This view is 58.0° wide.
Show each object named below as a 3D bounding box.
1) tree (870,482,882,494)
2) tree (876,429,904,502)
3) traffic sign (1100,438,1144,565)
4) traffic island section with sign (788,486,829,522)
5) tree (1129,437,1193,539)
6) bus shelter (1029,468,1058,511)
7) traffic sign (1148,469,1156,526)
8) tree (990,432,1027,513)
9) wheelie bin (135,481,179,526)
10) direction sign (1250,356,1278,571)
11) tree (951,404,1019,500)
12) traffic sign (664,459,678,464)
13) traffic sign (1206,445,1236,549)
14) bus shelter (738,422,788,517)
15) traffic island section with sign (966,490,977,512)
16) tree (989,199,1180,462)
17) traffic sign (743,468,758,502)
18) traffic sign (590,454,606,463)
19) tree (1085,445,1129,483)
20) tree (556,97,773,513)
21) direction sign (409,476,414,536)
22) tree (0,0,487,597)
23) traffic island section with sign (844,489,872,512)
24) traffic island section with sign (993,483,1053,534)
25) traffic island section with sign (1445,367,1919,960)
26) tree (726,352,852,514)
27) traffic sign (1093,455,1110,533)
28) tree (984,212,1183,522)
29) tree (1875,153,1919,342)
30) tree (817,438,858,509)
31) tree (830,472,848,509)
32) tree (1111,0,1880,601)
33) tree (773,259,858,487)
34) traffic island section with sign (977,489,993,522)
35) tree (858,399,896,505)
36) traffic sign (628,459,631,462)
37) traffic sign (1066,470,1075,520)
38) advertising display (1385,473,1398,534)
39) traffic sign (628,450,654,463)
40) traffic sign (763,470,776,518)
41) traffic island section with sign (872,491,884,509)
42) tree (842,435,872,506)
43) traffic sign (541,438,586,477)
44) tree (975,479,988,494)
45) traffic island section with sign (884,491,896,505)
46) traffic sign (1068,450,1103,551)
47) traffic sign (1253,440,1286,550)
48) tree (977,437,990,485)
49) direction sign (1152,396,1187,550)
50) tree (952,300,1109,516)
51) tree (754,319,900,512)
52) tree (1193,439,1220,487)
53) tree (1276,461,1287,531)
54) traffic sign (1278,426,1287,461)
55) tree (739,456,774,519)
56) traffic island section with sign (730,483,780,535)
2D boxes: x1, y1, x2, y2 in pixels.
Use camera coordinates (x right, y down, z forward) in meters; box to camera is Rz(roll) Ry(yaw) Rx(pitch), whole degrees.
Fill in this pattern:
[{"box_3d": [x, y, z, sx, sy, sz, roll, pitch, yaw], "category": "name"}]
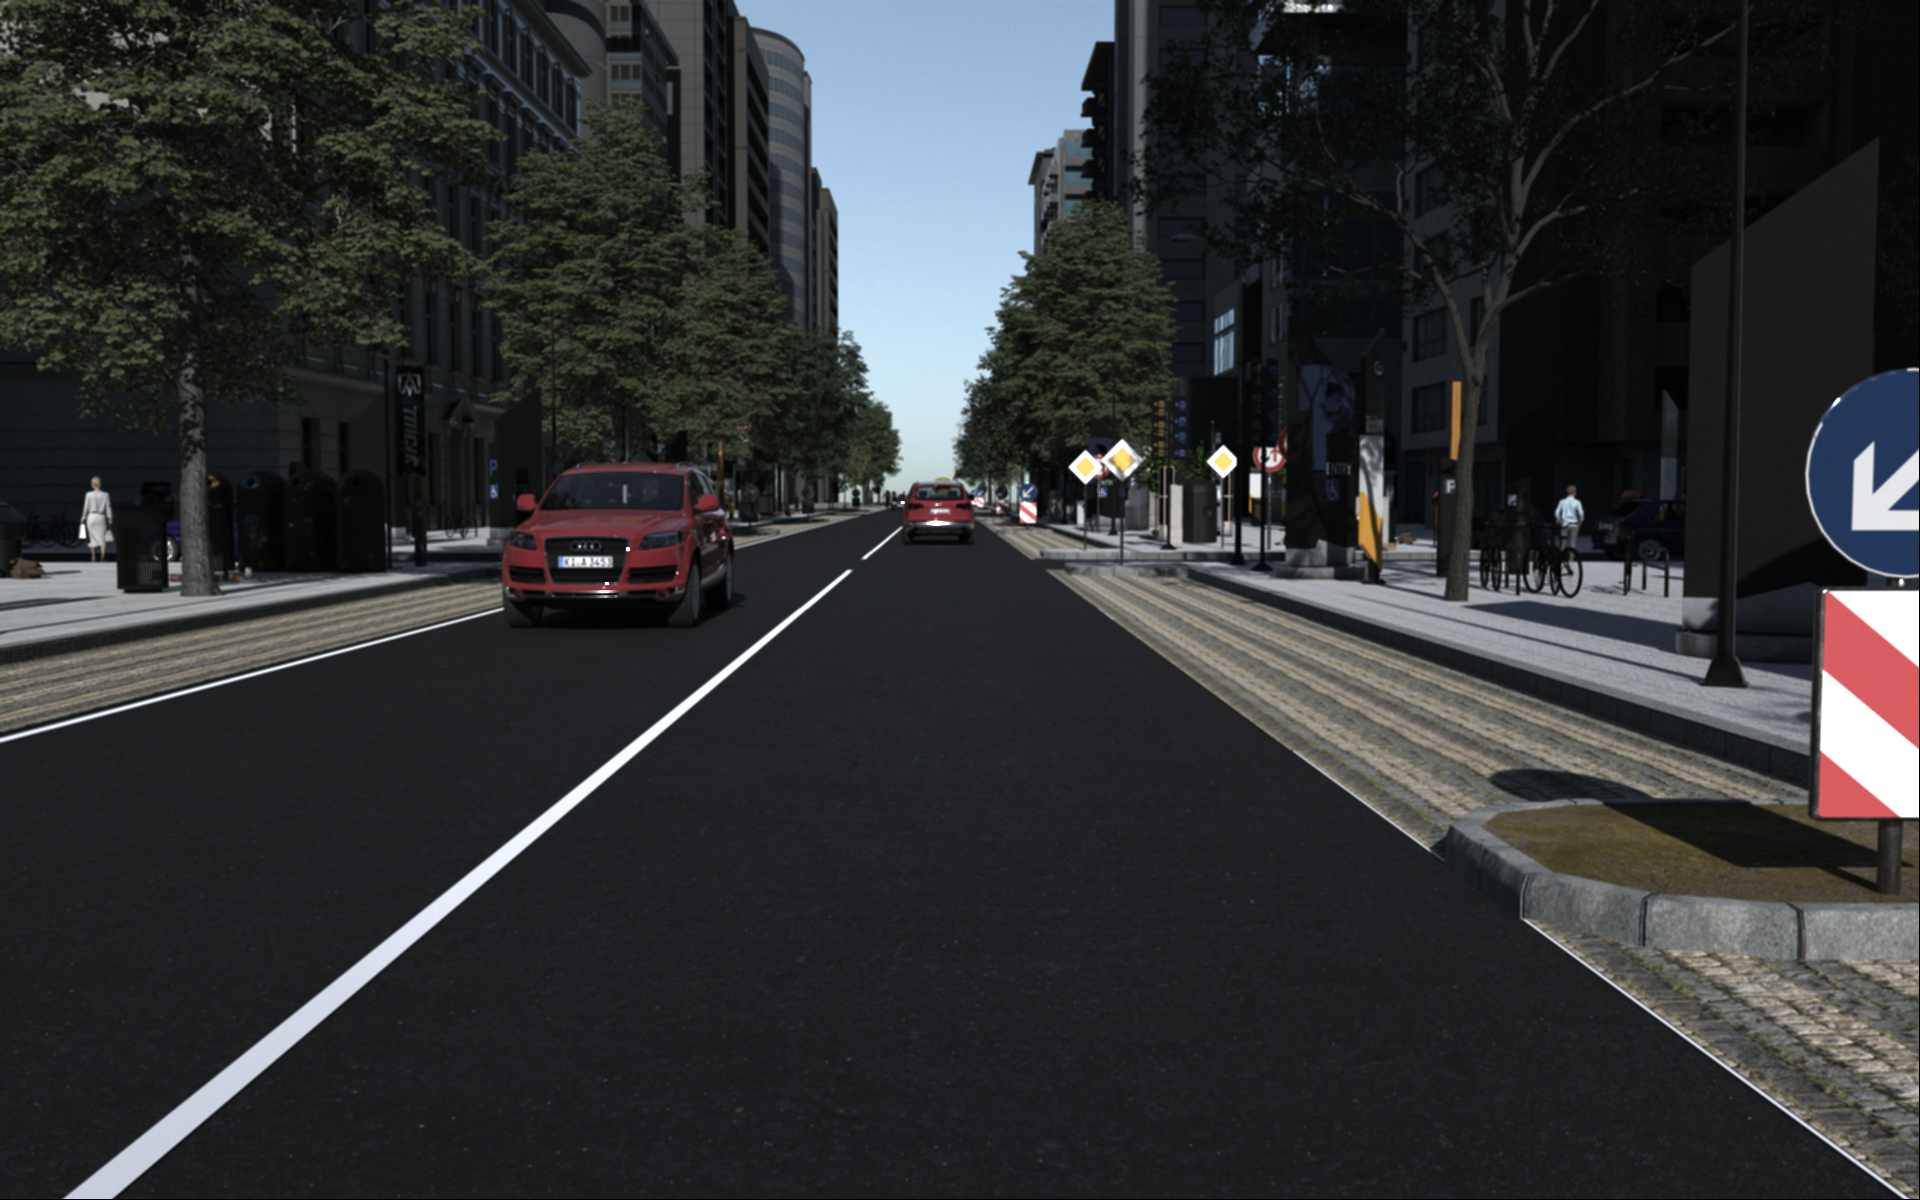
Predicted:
[{"box_3d": [-11.960, -15.655, 250.552, 1.663, 3.219, 1.824, 0, 3, 0], "category": "tree"}, {"box_3d": [-12.528, -20.925, 267.874, 9.928, 11.665, 9.643, 0, 3, 0], "category": "tree"}, {"box_3d": [2.919, -1.688, 31.237, 0.795, 2.450, 0.064, 0, 4, -1], "category": "traffic sign"}, {"box_3d": [-7.744, -4.911, 88.917, 1.989, 1.847, 2.006, 0, 4, -1], "category": "traffic island section with sign"}, {"box_3d": [5.560, -3.399, 50.173, 1.663, 3.219, 1.824, 0, 3, 0], "category": "tree"}, {"box_3d": [5.357, -7.186, 111.417, 2.014, 3.302, 5.546, 0, 4, 0], "category": "bus shelter"}, {"box_3d": [6.377, -3.371, 56.307, 0.795, 2.450, 0.064, 0, 4, 2], "category": "traffic sign"}, {"box_3d": [4.975, -11.654, 140.899, 4.737, 8.622, 4.395, 0, 3, 0], "category": "tree"}, {"box_3d": [-19.435, -2.087, 42.026, 0.980, 1.594, 0.693, -3, 5, -44], "category": "wheelie bin"}, {"box_3d": [5.065, -2.258, 28.919, 0.379, 3.537, 0.876, 3, 4, 38], "category": "direction sign"}, {"box_3d": [4.119, -16.459, 179.467, 12.009, 13.543, 11.850, 0, 3, 0], "category": "tree"}, {"box_3d": [-10.528, -3.862, 63.253, 0.768, 2.556, 0.104, 0, 4, 5], "category": "traffic sign"}, {"box_3d": [6.152, -2.406, 40.528, 0.795, 2.450, 0.064, 0, 4, 4], "category": "traffic sign"}, {"box_3d": [-11.330, -7.429, 99.089, 2.179, 5.291, 8.768, 0, 4, -1], "category": "bus shelter"}, {"box_3d": [1.507, -7.975, 139.013, 1.989, 1.847, 2.006, 0, 4, -1], "category": "traffic island section with sign"}, {"box_3d": [4.842, -9.129, 67.388, 7.486, 12.596, 7.792, 0, 3, 0], "category": "tree"}, {"box_3d": [-10.318, -5.216, 85.390, 0.768, 2.556, 0.104, 0, 4, 8], "category": "traffic sign"}, {"box_3d": [-11.315, -3.334, 54.610, 0.768, 2.556, 0.104, 0, 4, 2], "category": "traffic sign"}, {"box_3d": [7.462, -6.452, 89.211, 4.285, 4.588, 4.351, 0, 3, 0], "category": "tree"}, {"box_3d": [-10.059, -8.047, 49.694, 7.486, 12.596, 7.792, 0, 3, 0], "category": "tree"}, {"box_3d": [-16.855, -3.760, 53.467, 0.876, 3.537, 0.379, 2, 4, 33], "category": "direction sign"}, {"box_3d": [-9.460, -6.296, 21.069, 7.486, 12.596, 7.792, 0, 3, 0], "category": "tree"}, {"box_3d": [-8.254, -7.958, 138.740, 1.989, 1.847, 2.006, 0, 4, -1], "category": "traffic island section with sign"}, {"box_3d": [2.295, -3.276, 62.195, 1.989, 1.847, 2.006, 0, 4, -1], "category": "traffic island section with sign"}, {"box_3d": [2.873, 0.147, 6.232, 1.989, 1.847, 2.006, 0, 4, -1], "category": "traffic island section with sign"}, {"box_3d": [-10.913, -10.717, 109.637, 8.767, 10.594, 7.601, 0, 4, 2], "category": "tree"}, {"box_3d": [4.532, -3.461, 56.698, 0.768, 2.556, 0.104, 0, 4, 3], "category": "traffic sign"}, {"box_3d": [5.468, -10.593, 79.852, 9.857, 13.997, 8.962, 0, 3, 0], "category": "tree"}, {"box_3d": [15.832, -4.615, 25.816, 4.360, 8.622, 3.978, 0, 3, 0], "category": "tree"}, {"box_3d": [-10.648, -11.916, 145.187, 4.360, 8.622, 3.978, 0, 3, 0], "category": "tree"}, {"box_3d": [-10.752, -9.483, 149.649, 1.663, 3.219, 1.824, 0, 3, 0], "category": "tree"}, {"box_3d": [5.895, -5.245, 20.169, 8.767, 10.594, 7.601, 1, 4, 8], "category": "tree"}, {"box_3d": [-9.830, -9.490, 73.292, 7.486, 12.596, 7.792, 0, 3, 0], "category": "tree"}, {"box_3d": [2.024, -4.925, 89.148, 1.989, 1.847, 2.006, 0, 4, -1], "category": "traffic island section with sign"}, {"box_3d": [-11.013, -17.569, 205.378, 7.486, 12.596, 7.792, 0, 3, 0], "category": "tree"}, {"box_3d": [-11.835, -3.818, 62.530, 0.768, 2.556, 0.104, 0, 4, 5], "category": "traffic sign"}, {"box_3d": [5.532, -5.256, 86.037, 0.768, 2.556, 0.104, 0, 4, 5], "category": "traffic sign"}, {"box_3d": [13.467, -2.990, 54.107, 0.123, 1.923, 0.974, 0, 4, -2], "category": "advertising display"}, {"box_3d": [-7.207, -2.171, 39.139, 0.795, 2.450, 0.064, 0, 4, -1], "category": "traffic sign"}, {"box_3d": [-10.053, -5.560, 91.008, 0.768, 2.556, 0.104, 0, 4, 4], "category": "traffic sign"}, {"box_3d": [-8.535, -9.606, 165.693, 1.989, 1.847, 2.006, 0, 4, -1], "category": "traffic island section with sign"}, {"box_3d": [-11.730, -14.625, 189.483, 4.737, 8.622, 4.395, 0, 3, 0], "category": "tree"}, {"box_3d": [-7.125, -1.683, 31.154, 0.795, 2.450, 0.064, 0, 4, -1], "category": "traffic sign"}, {"box_3d": [2.983, -15.493, 247.913, 1.663, 3.219, 1.824, 0, 3, 0], "category": "tree"}, {"box_3d": [-9.117, -13.038, 221.797, 1.989, 1.847, 2.006, 0, 4, -1], "category": "traffic island section with sign"}, {"box_3d": [2.837, -2.176, 39.221, 0.795, 2.450, 0.064, 0, 4, -1], "category": "traffic sign"}, {"box_3d": [7.102, -2.425, 39.751, 0.768, 2.556, 0.104, 0, 4, 5], "category": "traffic sign"}, {"box_3d": [3.975, -12.575, 155.956, 4.737, 8.622, 4.395, 0, 3, 0], "category": "tree"}, {"box_3d": [4.826, -2.937, 40.016, 0.876, 3.537, 0.379, -1, 4, -20], "category": "direction sign"}, {"box_3d": [4.677, -11.279, 101.419, 9.611, 12.733, 9.660, 0, 3, 0], "category": "tree"}, {"box_3d": [-11.068, -13.450, 126.559, 9.857, 13.997, 8.962, 0, 3, 0], "category": "tree"}, {"box_3d": [8.508, -4.070, 61.152, 1.663, 3.219, 1.824, 0, 3, 0], "category": "tree"}, {"box_3d": [11.773, -4.019, 60.312, 1.663, 3.219, 1.824, 0, 3, 0], "category": "tree"}, {"box_3d": [5.933, -1.847, 30.311, 0.768, 2.556, 0.104, 0, 4, 4], "category": "traffic sign"}, {"box_3d": [-10.450, -5.770, 88.936, 1.663, 3.219, 1.824, 0, 3, 0], "category": "tree"}, {"box_3d": [-7.470, -3.249, 61.742, 1.989, 1.847, 2.006, 0, 4, -1], "category": "traffic island section with sign"}]
